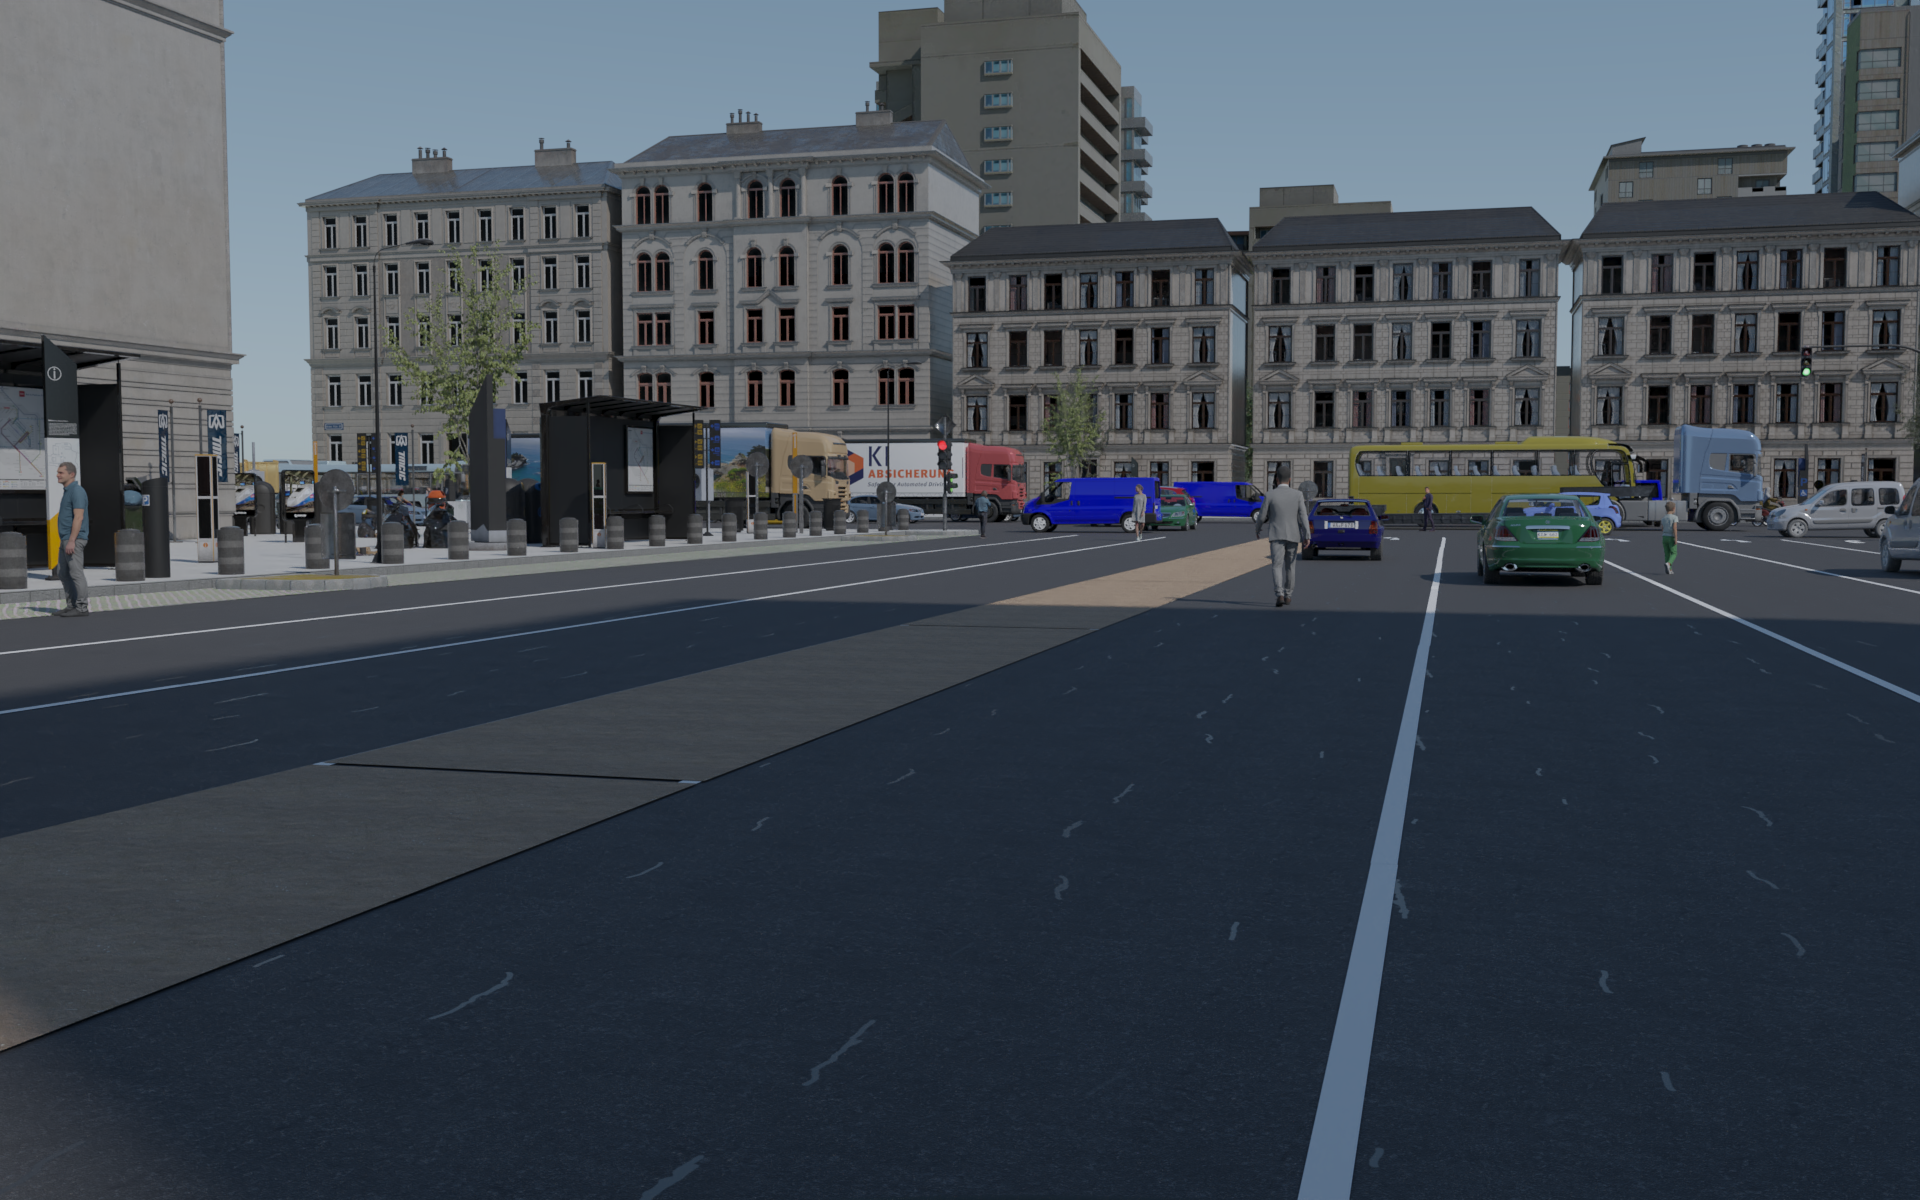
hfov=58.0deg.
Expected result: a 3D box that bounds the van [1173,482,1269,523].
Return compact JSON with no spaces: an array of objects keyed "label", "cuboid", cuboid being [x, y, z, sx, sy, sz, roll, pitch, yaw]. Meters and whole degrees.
[{"label":"van","cuboid":[13.126,-4.966,85.575,5.245,2.365,2.240,1,4,17]}]

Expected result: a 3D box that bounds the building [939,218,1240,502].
[{"label":"building","cuboid":[9.383,-15.279,114.437,19.286,19.102,10.561,1,4,16]}]

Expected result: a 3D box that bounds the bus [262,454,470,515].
[{"label":"bus","cuboid":[-30.241,-5.854,90.572,13.247,3.499,2.948,1,4,18]}]

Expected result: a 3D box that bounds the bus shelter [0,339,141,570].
[{"label":"bus shelter","cuboid":[-15.423,-2.153,26.490,1.731,3.624,6.357,1,4,16]}]

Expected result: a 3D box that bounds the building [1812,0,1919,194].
[{"label":"building","cuboid":[92.147,-52.292,167.651,22.319,86.520,31.000,1,4,16]}]

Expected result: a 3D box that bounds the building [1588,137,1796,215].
[{"label":"building","cuboid":[109.807,-41.080,260.894,27.495,52.752,28.713,1,4,16]}]

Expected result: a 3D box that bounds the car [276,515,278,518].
[{"label":"car","cuboid":[-38.685,-5.486,102.058,4.827,1.381,2.083,1,4,17]}]

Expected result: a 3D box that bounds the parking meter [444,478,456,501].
[{"label":"parking meter","cuboid":[-18.540,-3.503,62.980,0.255,1.863,0.399,-3,5,-44]}]

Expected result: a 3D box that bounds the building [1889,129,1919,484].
[{"label":"building","cuboid":[68.355,-18.469,99.224,25.104,27.353,12.463,1,4,16]}]

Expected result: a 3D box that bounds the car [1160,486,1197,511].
[{"label":"car","cuboid":[8.780,-4.597,83.831,5.304,1.827,2.281,1,4,16]}]

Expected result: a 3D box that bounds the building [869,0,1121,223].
[{"label":"building","cuboid":[3.404,-33.503,171.479,21.300,48.544,21.600,1,4,16]}]

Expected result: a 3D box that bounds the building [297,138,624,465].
[{"label":"building","cuboid":[-34.543,-20.288,128.970,25.104,27.353,12.463,1,4,16]}]

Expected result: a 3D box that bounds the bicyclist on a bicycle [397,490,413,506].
[{"label":"bicyclist on a bicycle","cuboid":[-25.660,-4.265,79.762,1.625,1.676,1.499,1,4,15]}]

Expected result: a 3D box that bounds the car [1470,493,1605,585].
[{"label":"car","cuboid":[9.622,-1.044,28.861,2.131,1.459,4.920,1,4,15]}]

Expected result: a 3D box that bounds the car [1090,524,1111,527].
[{"label":"car","cuboid":[7.160,-4.197,77.286,2.281,1.827,5.304,1,4,16]}]

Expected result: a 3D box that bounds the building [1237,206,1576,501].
[{"label":"building","cuboid":[28.175,-15.009,110.022,19.286,19.102,10.561,1,4,16]}]

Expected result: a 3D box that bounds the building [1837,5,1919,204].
[{"label":"building","cuboid":[82.603,-28.412,148.136,14.154,41.232,14.086,1,4,16]}]

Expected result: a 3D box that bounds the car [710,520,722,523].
[{"label":"car","cuboid":[-10.732,-4.490,85.778,4.827,1.381,2.083,1,4,15]}]

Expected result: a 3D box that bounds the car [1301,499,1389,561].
[{"label":"car","cuboid":[8.588,-1.600,38.746,1.945,1.354,3.894,1,4,14]}]

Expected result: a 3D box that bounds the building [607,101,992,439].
[{"label":"building","cuboid":[-10.996,-20.491,122.416,23.554,28.519,14.401,1,4,16]}]

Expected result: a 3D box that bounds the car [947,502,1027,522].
[{"label":"car","cuboid":[1.422,-4.849,91.282,4.499,1.417,2.014,1,4,16]}]

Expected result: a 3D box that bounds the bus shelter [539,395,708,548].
[{"label":"bus shelter","cuboid":[-8.495,-3.245,44.334,1.731,3.624,6.357,1,4,16]}]

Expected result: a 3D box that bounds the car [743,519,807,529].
[{"label":"car","cuboid":[-7.577,-3.830,72.842,3.980,1.641,2.015,1,4,17]}]

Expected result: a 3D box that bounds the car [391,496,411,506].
[{"label":"car","cuboid":[-28.264,-4.322,83.241,3.894,1.354,1.945,1,4,16]}]

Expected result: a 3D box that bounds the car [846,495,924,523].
[{"label":"car","cuboid":[-3.966,-4.456,84.861,4.499,1.417,2.014,1,4,16]}]

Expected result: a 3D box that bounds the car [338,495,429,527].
[{"label":"car","cuboid":[-24.965,-3.837,74.731,4.499,1.417,2.014,1,4,15]}]

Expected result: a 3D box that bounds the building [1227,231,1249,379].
[{"label":"building","cuboid":[33.009,-38.273,280.392,28.867,44.769,22.147,1,4,16]}]

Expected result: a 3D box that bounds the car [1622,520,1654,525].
[{"label":"car","cuboid":[31.349,-4.324,82.499,4.920,1.459,2.131,1,4,17]}]

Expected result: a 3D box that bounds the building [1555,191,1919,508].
[{"label":"building","cuboid":[46.677,-14.677,104.589,19.286,19.102,10.561,1,4,16]}]

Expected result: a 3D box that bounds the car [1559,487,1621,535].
[{"label":"car","cuboid":[21.380,-3.153,61.148,3.694,1.707,1.945,1,4,18]}]

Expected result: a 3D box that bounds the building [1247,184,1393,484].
[{"label":"building","cuboid":[57.139,-39.706,272.891,21.600,48.544,21.300,1,4,16]}]

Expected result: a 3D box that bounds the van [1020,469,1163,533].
[{"label":"van","cuboid":[4.878,-3.685,64.635,5.245,2.365,2.240,1,4,14]}]

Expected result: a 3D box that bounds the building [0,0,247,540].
[{"label":"building","cuboid":[-31.901,-12.935,47.650,21.152,22.565,11.583,1,4,16]}]

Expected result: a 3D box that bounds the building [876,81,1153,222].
[{"label":"building","cuboid":[5.921,-35.319,197.077,30.456,49.044,23.786,1,4,16]}]

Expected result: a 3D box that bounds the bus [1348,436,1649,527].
[{"label":"bus","cuboid":[23.191,-5.114,75.158,12.252,3.916,2.896,1,4,16]}]

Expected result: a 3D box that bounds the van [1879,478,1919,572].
[{"label":"van","cuboid":[17.508,-1.434,30.450,2.013,2.044,4.112,1,4,15]}]

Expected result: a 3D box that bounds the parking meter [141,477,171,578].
[{"label":"parking meter","cuboid":[-12.324,-1.109,26.550,0.372,1.533,0.369,0,3,0]}]

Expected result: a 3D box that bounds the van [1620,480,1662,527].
[{"label":"van","cuboid":[30.201,-4.472,77.509,2.240,2.365,5.245,1,4,16]}]

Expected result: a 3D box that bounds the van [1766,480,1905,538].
[{"label":"van","cuboid":[28.919,-3.070,57.209,4.112,2.044,2.013,1,4,14]}]

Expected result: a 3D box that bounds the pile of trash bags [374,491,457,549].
[{"label":"pile of trash bags","cuboid":[-13.016,-1.978,42.092,1.912,1.369,3.447,0,4,-6]}]

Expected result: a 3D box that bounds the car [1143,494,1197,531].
[{"label":"car","cuboid":[8.326,-3.486,68.792,2.131,1.459,4.920,1,4,14]}]

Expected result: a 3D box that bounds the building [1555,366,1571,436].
[{"label":"building","cuboid":[82.595,-25.944,269.229,28.899,21.520,27.650,1,4,16]}]
